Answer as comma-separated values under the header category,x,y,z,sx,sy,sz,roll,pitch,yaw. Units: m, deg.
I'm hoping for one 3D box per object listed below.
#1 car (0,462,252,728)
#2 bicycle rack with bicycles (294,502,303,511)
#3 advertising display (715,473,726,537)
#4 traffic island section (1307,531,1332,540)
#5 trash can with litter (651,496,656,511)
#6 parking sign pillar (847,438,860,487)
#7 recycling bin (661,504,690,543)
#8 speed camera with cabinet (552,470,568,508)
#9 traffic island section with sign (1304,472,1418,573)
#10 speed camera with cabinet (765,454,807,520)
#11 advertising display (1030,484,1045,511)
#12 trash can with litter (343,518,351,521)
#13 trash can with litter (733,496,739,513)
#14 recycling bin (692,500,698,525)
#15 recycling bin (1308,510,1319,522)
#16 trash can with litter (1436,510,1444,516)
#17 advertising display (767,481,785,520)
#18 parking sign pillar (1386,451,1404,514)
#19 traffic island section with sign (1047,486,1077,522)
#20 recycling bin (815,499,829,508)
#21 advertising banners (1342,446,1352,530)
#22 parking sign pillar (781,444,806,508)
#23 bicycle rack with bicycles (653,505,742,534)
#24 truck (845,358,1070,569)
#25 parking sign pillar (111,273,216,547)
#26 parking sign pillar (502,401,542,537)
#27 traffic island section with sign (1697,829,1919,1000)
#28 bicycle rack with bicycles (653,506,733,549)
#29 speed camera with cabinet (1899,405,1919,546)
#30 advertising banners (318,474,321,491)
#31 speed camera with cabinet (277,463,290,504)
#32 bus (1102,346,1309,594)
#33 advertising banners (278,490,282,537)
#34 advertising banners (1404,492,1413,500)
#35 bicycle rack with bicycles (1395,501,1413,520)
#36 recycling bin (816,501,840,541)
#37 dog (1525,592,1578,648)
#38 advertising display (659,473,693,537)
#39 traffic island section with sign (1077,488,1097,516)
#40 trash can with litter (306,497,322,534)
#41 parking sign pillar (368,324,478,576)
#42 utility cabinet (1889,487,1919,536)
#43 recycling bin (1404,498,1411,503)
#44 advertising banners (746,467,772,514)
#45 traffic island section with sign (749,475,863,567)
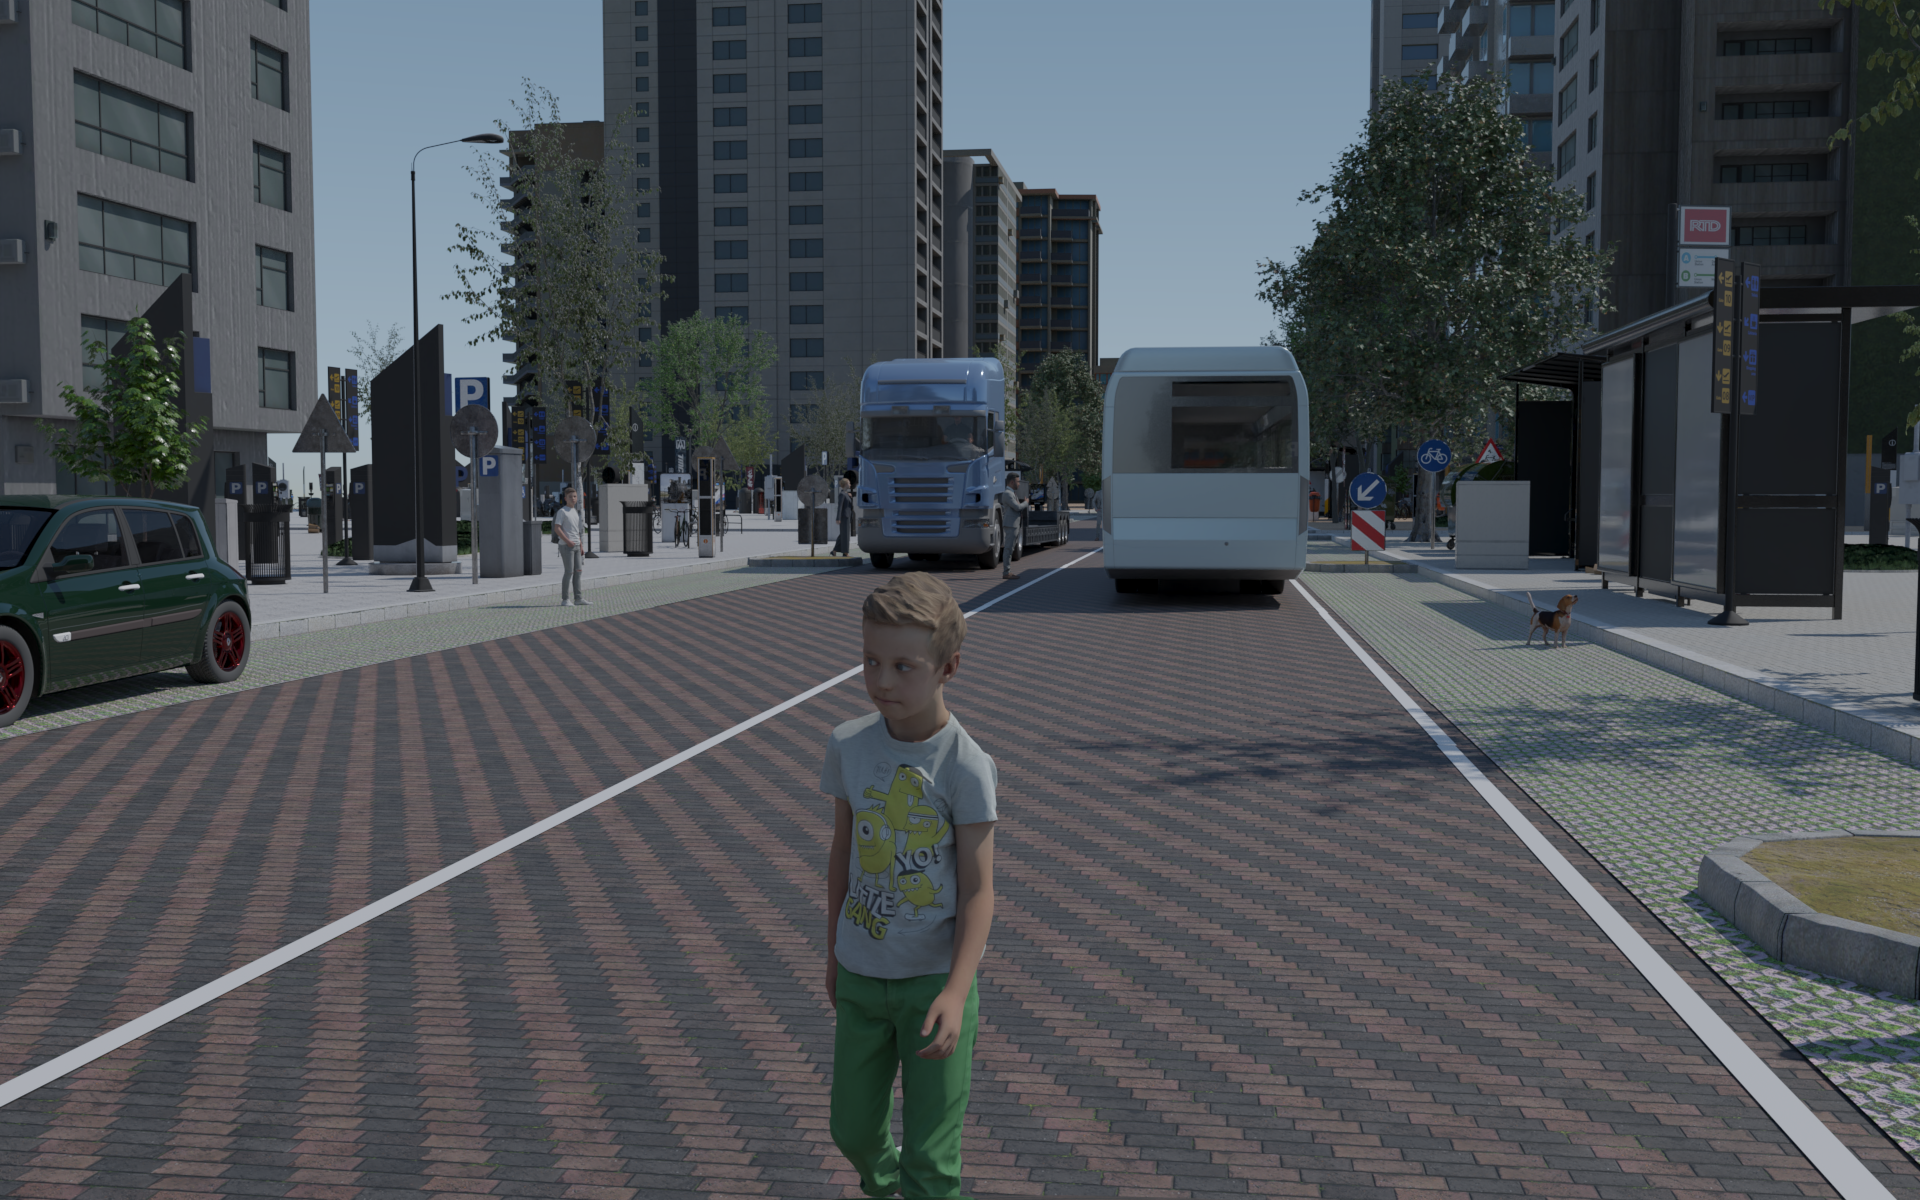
category,x,y,z,sx,sy,sz,roll,pitch,yaw
car,-6.510,-0.123,11.797,2.009,1.686,4.222,0,4,7
bicycle rack with bicycles,-50.174,-7.404,134.439,2.925,0.926,2.852,-2,4,-23
advertising display,-7.385,-2.870,52.135,0.123,1.923,0.974,2,4,27
traffic island section,10.687,-2.000,54.979,2.009,0.180,2.903,1,4,8
trash can with litter,-22.664,-7.025,126.239,1.055,1.170,0.624,0,4,7
parking sign pillar,-4.490,-5.465,77.831,1.447,3.967,1.447,3,5,43
recycling bin,-7.592,-2.054,46.130,0.722,1.027,0.722,-1,4,-11
speed camera with cabinet,-32.277,-8.922,140.208,0.660,3.252,2.038,1,4,15
traffic island section with sign,7.405,-1.442,32.207,1.989,1.847,2.006,1,4,8
speed camera with cabinet,-8.731,-5.618,86.197,2.038,3.252,0.660,2,4,31
advertising display,4.791,-6.232,107.107,0.974,1.923,0.123,2,4,31
trash can with litter,-29.329,-4.356,82.276,2.233,1.210,1.678,0,4,4
trash can with litter,-14.807,-6.641,119.634,2.233,1.210,1.678,-2,4,-26
recycling bin,-11.407,-3.720,73.371,0.722,1.027,0.722,1,4,18
recycling bin,16.355,-4.210,81.380,0.722,1.027,0.722,-2,4,-27
trash can with litter,28.117,-5.531,101.489,2.233,1.210,1.678,-1,4,-21
advertising display,-9.264,-5.016,87.224,0.974,1.923,0.123,1,4,17
parking sign pillar,26.910,-7.277,107.452,1.447,3.967,1.447,-3,4,-37
traffic island section with sign,4.802,-4.901,88.759,1.989,1.847,2.006,1,4,8
recycling bin,-7.502,-4.946,93.417,0.722,1.027,0.722,1,4,22
advertising banners,13.979,-4.060,62.572,0.090,3.025,2.074,0,4,5
parking sign pillar,-8.898,-6.378,92.757,1.447,3.967,1.447,1,4,13
bicycle rack with bicycles,-8.272,-2.592,55.756,2.852,0.926,2.925,-2,4,-34
truck,0.555,-3.082,40.149,2.967,4.110,18.799,1,4,8
parking sign pillar,-9.953,-2.028,21.637,1.447,3.967,1.447,2,4,26
parking sign pillar,-13.099,-3.831,51.108,1.447,3.967,1.447,0,4,2
traffic island section with sign,3.540,0.190,5.529,1.989,1.847,2.006,1,4,8
bicycle rack with bicycles,-7.148,-1.731,41.683,2.852,0.926,2.925,0,4,0
speed camera with cabinet,21.609,-2.661,37.838,0.660,3.252,2.038,-1,4,-22
advertising banners,-53.950,-9.314,148.475,2.074,3.025,0.090,0,4,-3
speed camera with cabinet,-43.546,-7.049,109.580,2.038,3.252,0.660,-1,4,-12
bus,3.846,-2.038,28.187,2.948,3.499,13.247,0,4,7
advertising banners,-21.086,-3.380,51.454,0.090,3.025,2.074,2,4,34
advertising banners,32.619,-7.843,124.422,2.074,3.025,0.090,-2,4,-30
bicycle rack with bicycles,22.241,-4.515,87.205,2.852,0.926,2.925,0,4,0
recycling bin,-3.417,-2.122,47.245,0.722,1.027,0.722,1,4,10
dog,5.520,0.190,16.174,0.540,0.507,0.406,2,4,30
advertising display,-8.506,-2.853,51.861,0.974,1.923,0.123,0,4,-3
traffic island section with sign,8.672,-6.533,115.436,1.989,1.847,2.006,1,4,8
trash can with litter,-21.038,-2.766,56.618,0.624,1.170,1.055,-1,4,-17
parking sign pillar,-8.791,-2.409,27.854,1.447,3.967,1.447,1,4,18
utility cabinet,28.702,-2.669,52.318,0.318,1.500,1.173,-1,4,-21
recycling bin,29.776,-6.343,116.257,0.722,1.027,0.722,-1,4,-12
advertising banners,-12.622,-6.979,110.300,2.074,3.025,0.090,0,4,4
traffic island section with sign,-3.015,-1.593,34.666,1.989,1.847,2.006,1,4,8
